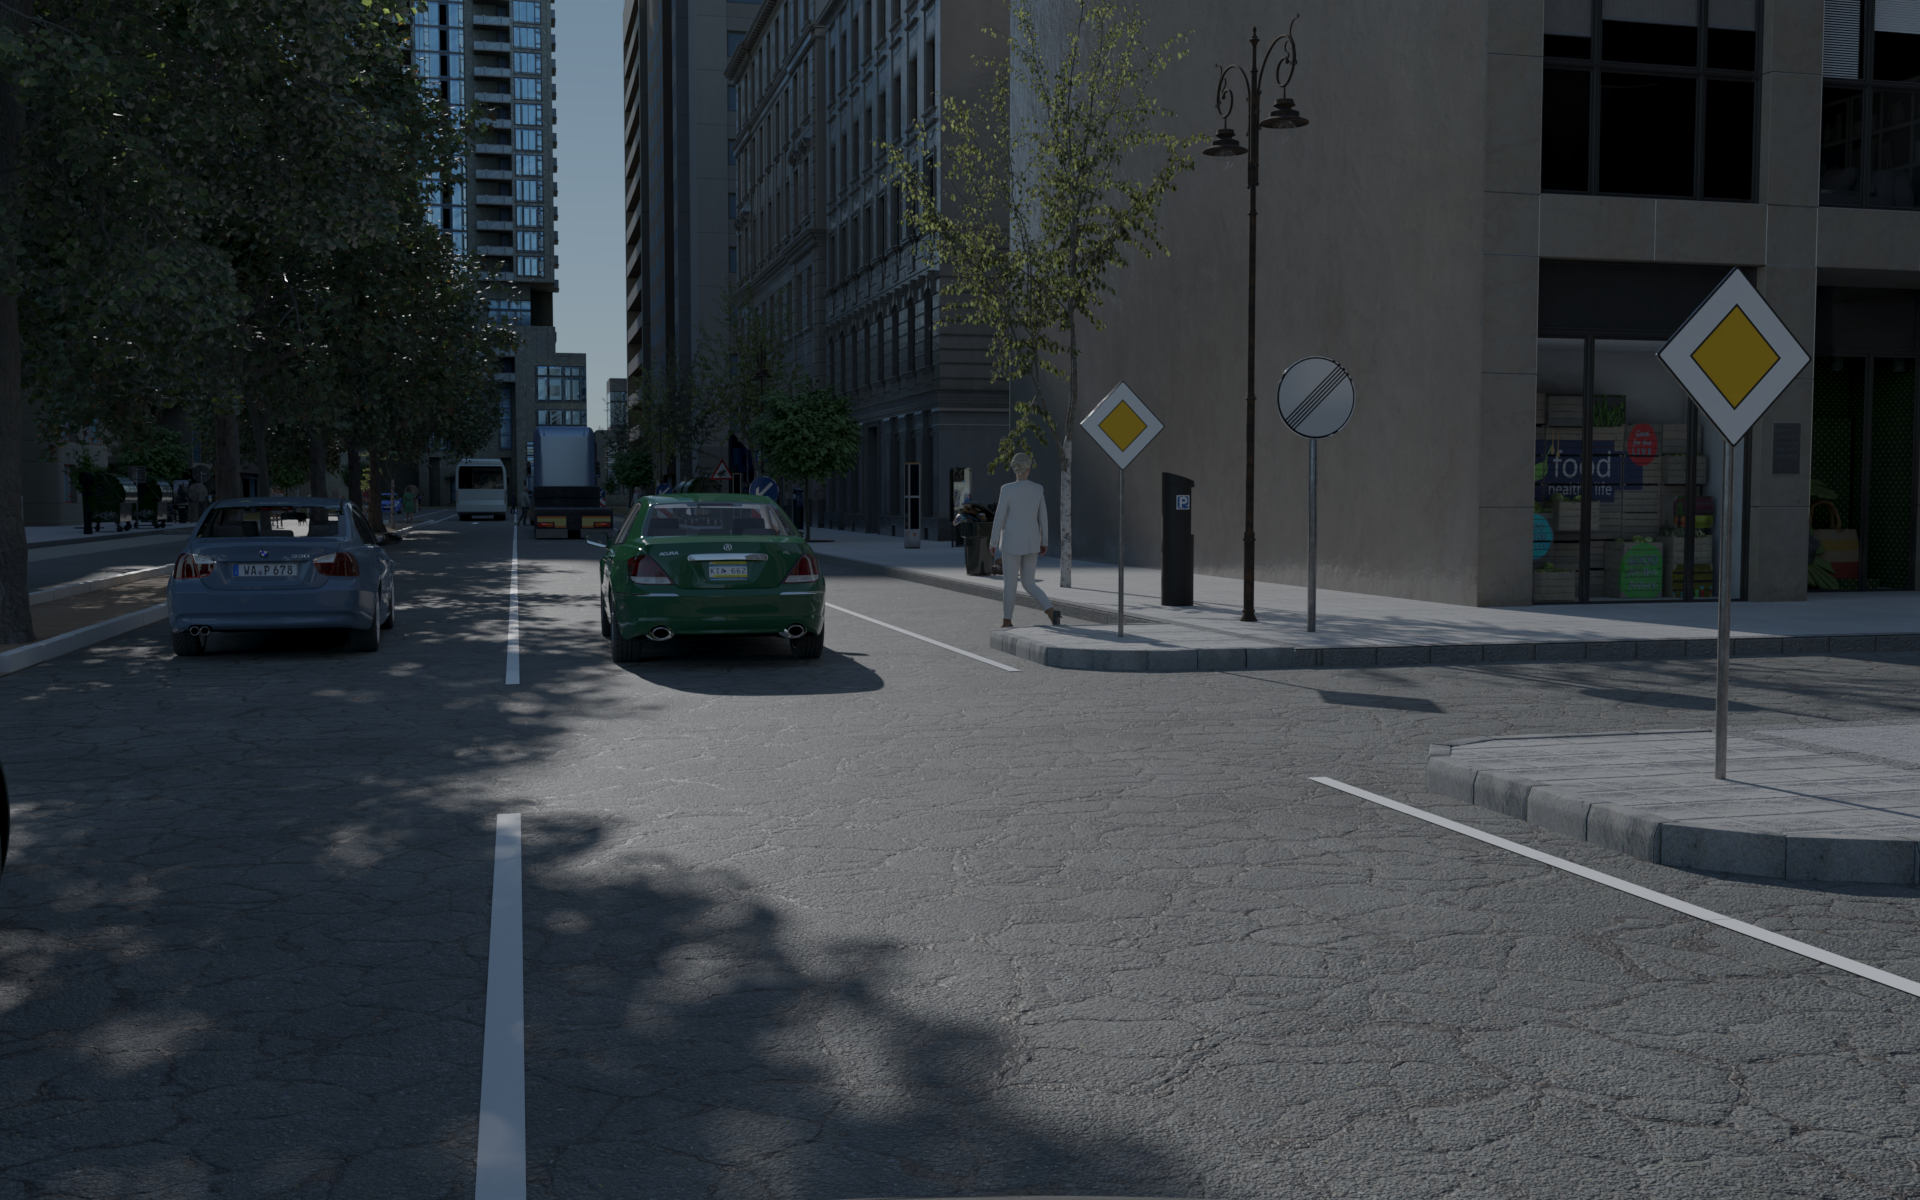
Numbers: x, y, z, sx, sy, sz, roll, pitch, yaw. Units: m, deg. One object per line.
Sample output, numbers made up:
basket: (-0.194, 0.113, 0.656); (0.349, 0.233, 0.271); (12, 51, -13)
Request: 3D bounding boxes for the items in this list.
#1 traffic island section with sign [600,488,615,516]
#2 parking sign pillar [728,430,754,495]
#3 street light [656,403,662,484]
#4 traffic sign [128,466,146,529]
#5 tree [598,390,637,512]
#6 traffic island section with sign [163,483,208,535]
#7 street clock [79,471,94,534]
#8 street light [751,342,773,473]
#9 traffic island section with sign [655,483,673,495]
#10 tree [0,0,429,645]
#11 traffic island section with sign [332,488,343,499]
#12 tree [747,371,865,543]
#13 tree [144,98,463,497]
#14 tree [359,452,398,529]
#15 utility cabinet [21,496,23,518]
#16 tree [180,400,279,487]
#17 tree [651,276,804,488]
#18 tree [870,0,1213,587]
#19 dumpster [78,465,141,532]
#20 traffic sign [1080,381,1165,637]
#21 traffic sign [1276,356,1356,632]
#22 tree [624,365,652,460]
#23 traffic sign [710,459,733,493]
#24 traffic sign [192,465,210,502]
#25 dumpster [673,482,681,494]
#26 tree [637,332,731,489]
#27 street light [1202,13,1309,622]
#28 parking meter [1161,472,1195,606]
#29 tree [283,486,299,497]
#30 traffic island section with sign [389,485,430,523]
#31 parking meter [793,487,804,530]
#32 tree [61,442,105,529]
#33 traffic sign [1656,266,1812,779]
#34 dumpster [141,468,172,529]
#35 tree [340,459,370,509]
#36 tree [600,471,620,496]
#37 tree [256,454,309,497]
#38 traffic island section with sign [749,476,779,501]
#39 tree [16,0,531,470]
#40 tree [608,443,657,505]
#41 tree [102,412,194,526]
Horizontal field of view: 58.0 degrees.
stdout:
traffic island section with sign: (-23.866, -6.465, 114.330); (1.989, 1.847, 2.006); (-1, 4, -14)
parking sign pillar: (-9.248, -5.189, 73.319); (1.447, 3.967, 1.447); (2, 4, 28)
street light: (-15.257, -7.070, 88.385); (0.468, 5.910, 1.993); (-1, 4, -14)
traffic sign: (-29.895, -3.718, 62.914); (0.606, 2.300, 0.079); (0, 4, -7)
tree: (-23.526, -10.520, 122.371); (4.360, 8.622, 3.978); (0, 3, 0)
traffic island section with sign: (-27.079, -3.234, 61.498); (1.989, 1.847, 2.006); (-1, 4, -14)
street clock: (-27.741, -3.087, 55.043); (0.471, 2.002, 0.358); (2, 4, 28)
street light: (-6.047, -4.898, 52.875); (0.468, 5.910, 1.993); (-1, 4, -14)
traffic island section with sign: (-11.352, -3.481, 65.541); (1.989, 1.847, 2.006); (-1, 4, -14)
tree: (-9.302, -6.556, 16.295); (9.857, 13.997, 8.962); (0, 3, 0)
traffic island section with sign: (-39.533, -6.208, 110.135); (1.989, 1.847, 2.006); (-1, 4, -14)
tree: (-4.089, -3.838, 46.473); (4.285, 4.588, 4.351); (0, 3, 0)
tree: (-14.524, -6.077, 36.232); (8.767, 10.594, 7.601); (-1, 4, -14)
tree: (-23.431, -7.247, 71.302); (4.360, 8.622, 3.978); (0, 3, 0)
utility cabinet: (-30.334, -2.680, 54.979); (1.020, 1.237, 0.306); (-1, 4, -18)
tree: (-37.321, -8.417, 87.980); (4.737, 8.622, 4.395); (0, 3, 0)
tree: (-6.906, -6.564, 57.687); (4.737, 8.622, 4.395); (0, 3, 0)
tree: (1.228, -4.484, 23.675); (4.360, 8.622, 3.978); (0, 3, 0)
dumpster: (-28.886, -3.438, 58.701); (1.502, 2.255, 1.985); (-1, 4, -14)
traffic sign: (1.440, -0.724, 15.478); (0.795, 2.450, 0.064); (-1, 4, -14)
traffic sign: (3.273, -0.976, 16.056); (0.768, 2.556, 0.104); (-1, 4, -9)
tree: (-16.192, -8.776, 93.847); (4.737, 8.622, 4.395); (0, 3, 0)
traffic sign: (-8.794, -3.919, 64.075); (0.884, 2.594, 0.081); (-1, 4, -12)
traffic sign: (-32.921, -4.592, 75.188); (0.768, 2.556, 0.104); (-1, 4, -8)
dumpster: (-11.637, -4.208, 74.566); (1.264, 1.857, 1.865); (-1, 4, -14)
tree: (-12.372, -7.824, 78.292); (4.360, 8.622, 3.978); (0, 3, 0)
street light: (2.912, -2.723, 17.301); (0.468, 5.910, 1.993); (-1, 4, -14)
parking meter: (2.502, -0.703, 19.908); (0.372, 1.533, 0.369); (0, 3, 0)
tree: (-43.482, -9.952, 113.075); (4.737, 8.622, 4.395); (0, 3, 0)
traffic island section with sign: (-27.101, -4.730, 85.477); (2.006, 1.907, 1.989); (-1, 4, -14)
parking meter: (-5.844, -3.315, 62.604); (0.372, 1.533, 0.369); (0, 3, 0)
tree: (-32.402, -4.268, 64.383); (1.663, 3.219, 1.824); (0, 3, 0)
traffic sign: (3.423, -0.251, 7.742); (0.795, 2.450, 0.064); (-1, 4, -14)
dumpster: (-30.243, -3.782, 64.331); (1.502, 2.255, 1.985); (-1, 4, -14)
tree: (-52.368, -10.226, 150.915); (4.285, 4.588, 4.351); (0, 3, 0)
tree: (-29.559, -9.333, 147.199); (1.663, 3.219, 1.824); (0, 3, 0)
tree: (-41.052, -7.450, 105.525); (4.285, 4.588, 4.351); (0, 3, 0)
traffic island section with sign: (-4.665, -1.884, 39.426); (1.989, 1.847, 2.006); (-1, 4, -14)
tree: (-11.893, -6.630, 27.870); (9.611, 12.733, 9.660); (0, 3, 0)
tree: (-20.815, -7.768, 110.727); (4.285, 4.588, 4.351); (0, 3, 0)
tree: (-32.750, -5.275, 69.965); (4.285, 4.588, 4.351); (0, 3, 0)
